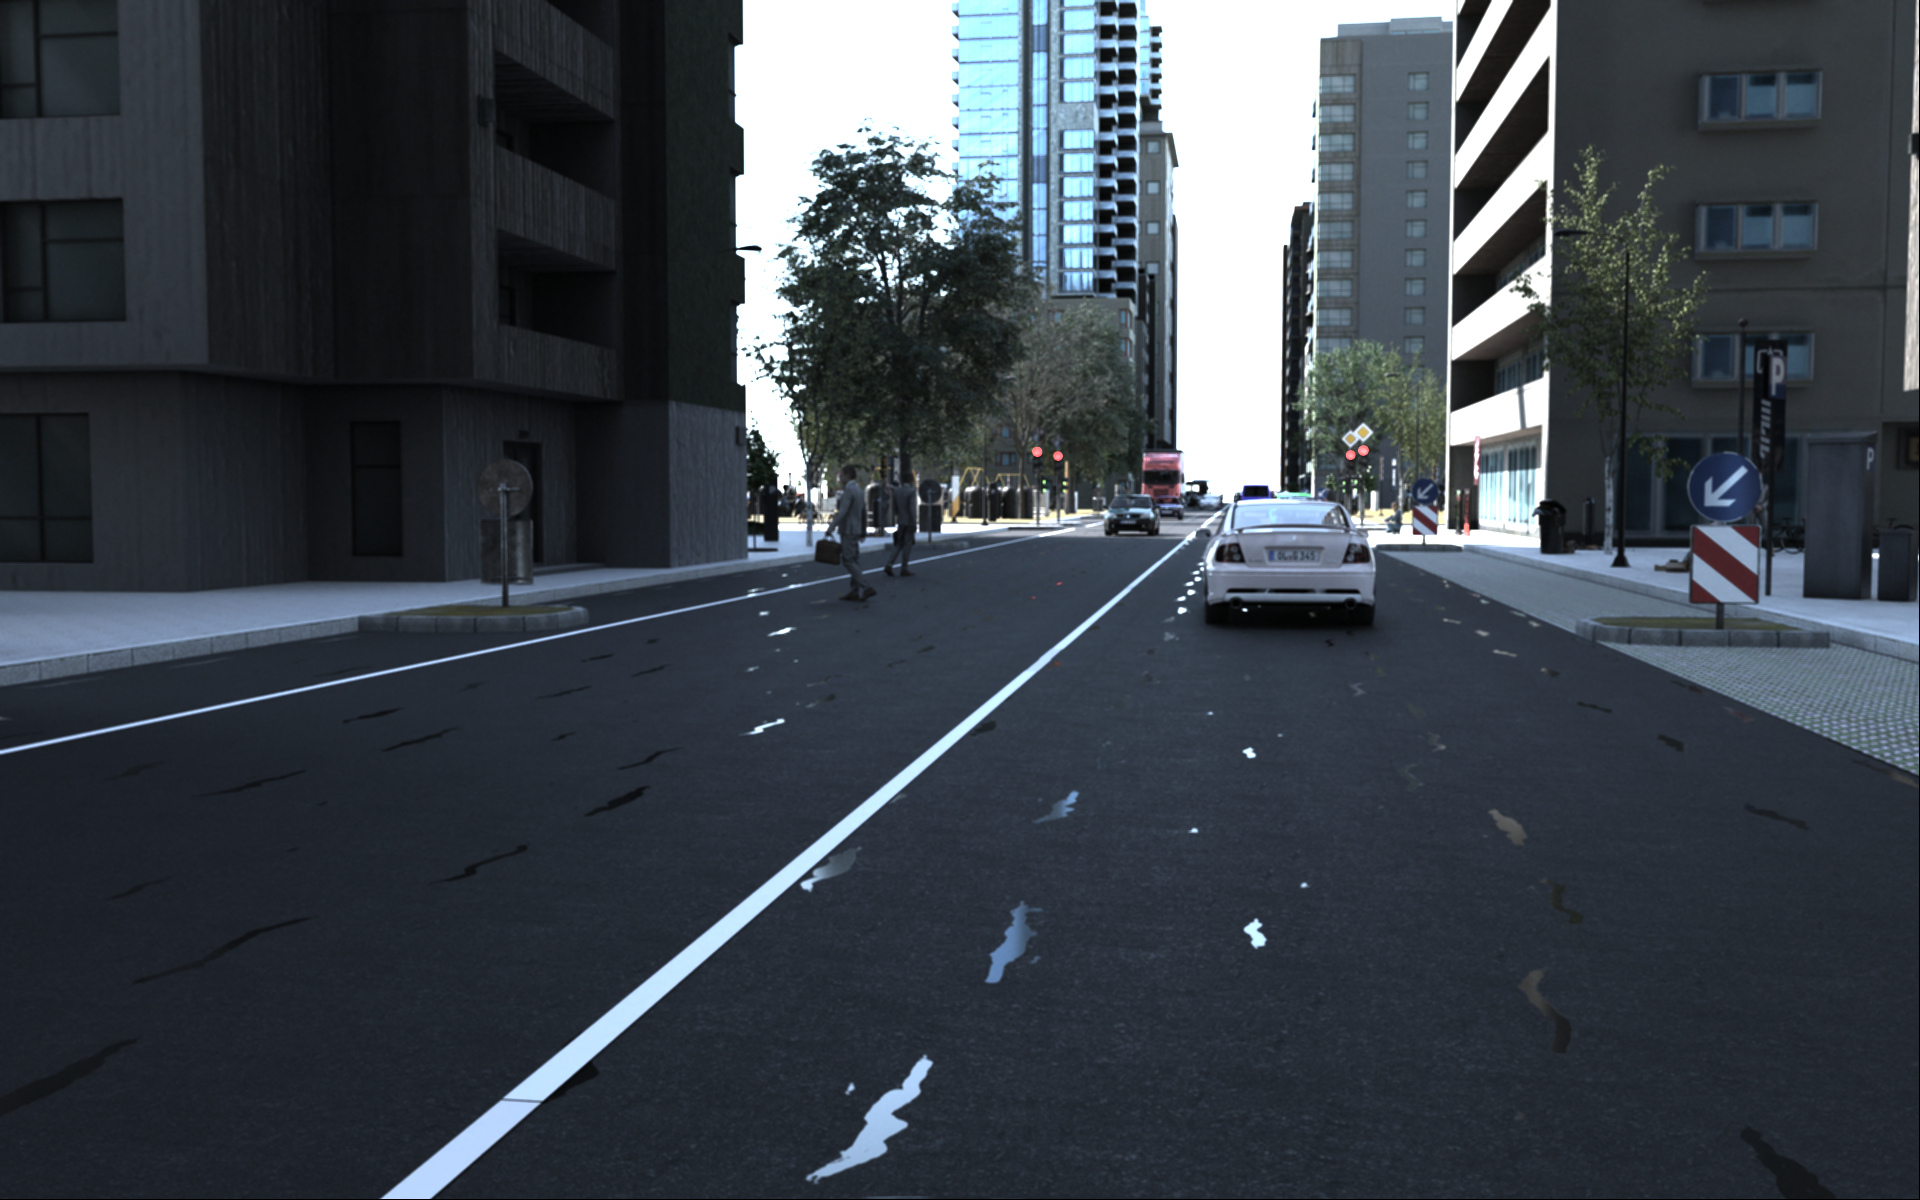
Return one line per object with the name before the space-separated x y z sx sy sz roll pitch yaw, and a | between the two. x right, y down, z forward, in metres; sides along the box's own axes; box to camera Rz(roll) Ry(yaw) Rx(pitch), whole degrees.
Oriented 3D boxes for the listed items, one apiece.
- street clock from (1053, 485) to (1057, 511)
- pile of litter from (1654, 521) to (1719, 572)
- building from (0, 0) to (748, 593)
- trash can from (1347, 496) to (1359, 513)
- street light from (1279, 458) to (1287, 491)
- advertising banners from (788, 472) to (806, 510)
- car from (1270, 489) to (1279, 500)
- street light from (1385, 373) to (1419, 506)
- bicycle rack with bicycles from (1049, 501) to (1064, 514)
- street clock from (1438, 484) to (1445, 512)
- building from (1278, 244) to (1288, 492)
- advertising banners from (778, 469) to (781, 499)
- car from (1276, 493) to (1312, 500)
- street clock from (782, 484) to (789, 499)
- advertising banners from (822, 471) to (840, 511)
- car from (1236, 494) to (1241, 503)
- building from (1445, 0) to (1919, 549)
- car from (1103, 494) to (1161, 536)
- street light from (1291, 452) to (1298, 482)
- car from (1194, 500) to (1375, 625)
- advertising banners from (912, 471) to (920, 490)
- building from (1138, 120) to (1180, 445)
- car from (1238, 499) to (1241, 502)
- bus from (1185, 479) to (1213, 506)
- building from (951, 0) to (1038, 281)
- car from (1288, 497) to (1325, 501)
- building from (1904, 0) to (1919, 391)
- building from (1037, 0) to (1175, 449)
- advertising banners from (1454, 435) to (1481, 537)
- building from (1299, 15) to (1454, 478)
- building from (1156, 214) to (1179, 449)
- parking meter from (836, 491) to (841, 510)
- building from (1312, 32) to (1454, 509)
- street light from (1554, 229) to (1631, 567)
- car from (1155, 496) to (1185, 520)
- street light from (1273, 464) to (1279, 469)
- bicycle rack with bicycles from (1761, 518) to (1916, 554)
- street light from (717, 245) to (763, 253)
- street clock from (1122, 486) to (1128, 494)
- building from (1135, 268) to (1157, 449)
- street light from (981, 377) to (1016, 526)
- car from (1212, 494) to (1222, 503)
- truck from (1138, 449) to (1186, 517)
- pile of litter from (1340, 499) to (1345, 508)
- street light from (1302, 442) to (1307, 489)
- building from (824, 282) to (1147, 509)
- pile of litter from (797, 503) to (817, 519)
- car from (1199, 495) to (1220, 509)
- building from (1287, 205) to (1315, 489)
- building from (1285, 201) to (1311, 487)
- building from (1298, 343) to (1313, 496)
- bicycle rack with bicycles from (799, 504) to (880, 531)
street clock | 7.228 -7.808 132.235 0.358 2.002 0.471 0 4 6
pile of litter | 12.131 -0.882 28.382 1.176 0.858 1.719 0 4 -3
building | -12.259 -15.676 28.000 14.160 30.474 14.107 1 4 9
trash can | 24.819 -5.979 109.405 0.748 1.137 0.748 0 3 0
street light | 44.477 -16.067 235.240 1.470 5.913 1.316 1 4 9
advertising banners | -12.671 -8.459 134.486 2.074 3.025 0.090 3 5 41
car | 23.252 -7.477 130.921 2.281 1.827 5.304 1 4 8
street light | 17.067 -5.763 66.765 1.470 5.913 1.316 1 4 9
bicycle rack with bicycles | 6.794 -6.914 126.427 2.852 0.926 2.925 3 5 45
street clock | 34.972 -7.419 125.869 0.358 2.002 0.471 -2 4 -25
building | 62.307 -39.667 298.660 14.600 45.320 14.200 1 4 9
advertising banners | -12.477 -7.508 118.938 0.090 3.025 2.074 0 4 3
car | 12.939 -3.572 67.200 1.959 1.807 4.718 1 4 8
street clock | -12.268 -7.175 121.882 0.471 2.002 0.358 -1 4 -9
advertising banners | -10.055 -8.409 133.667 2.074 3.025 0.090 -2 4 -35
car | 40.723 -14.659 249.453 2.009 1.686 4.222 1 4 9
building | 26.359 -26.015 49.048 21.300 48.544 21.600 1 4 9
car | 6.043 -3.110 60.634 2.009 1.686 4.222 1 4 10
street light | 36.989 -13.290 189.830 1.470 5.913 1.316 1 4 9
car | 3.816 -0.495 20.448 2.083 1.381 4.827 0 4 8
advertising banners | -2.605 -8.202 130.292 2.074 3.025 0.090 3 4 36
building | 16.658 -40.398 249.744 28.713 52.752 27.495 1 4 9
car | 28.166 -9.595 169.465 1.945 1.354 3.894 0 4 8
bus | 28.699 -13.032 207.924 2.948 3.499 13.247 1 4 11
building | 10.318 -54.032 196.098 22.319 86.520 31.000 1 4 9
car | 11.536 -2.766 57.805 1.945 1.354 3.894 1 4 9
building | 20.249 -15.277 21.488 14.160 30.474 14.107 1 4 9
building | 26.354 -59.857 291.330 22.319 86.520 31.000 1 4 9
advertising banners | 15.329 -3.431 52.293 0.090 3.025 2.074 0 4 -3
building | 47.683 -34.204 178.838 23.786 49.044 30.456 1 4 9
building | 26.740 -37.885 269.536 14.600 45.320 14.200 1 4 9
parking meter | -9.731 -7.991 139.065 0.372 1.533 0.369 0 3 0
building | 39.380 -29.010 157.900 14.154 41.232 14.086 1 4 9
street light | 11.106 -3.540 30.428 1.470 5.913 1.316 1 4 9
car | 11.659 -5.186 97.363 1.945 1.354 3.894 0 4 8
street light | 50.125 -18.239 270.751 1.470 5.913 1.316 1 4 9
bicycle rack with bicycles | 18.593 -1.457 37.199 2.852 0.926 2.925 -3 5 -39
street light | -4.361 -3.667 32.492 1.470 5.913 1.316 1 4 9
street clock | 14.540 -9.064 152.763 0.471 2.002 0.358 3 5 44
building | 17.521 -27.389 219.511 14.160 30.474 14.107 1 4 9
street light | 1.519 -5.889 68.832 1.470 5.913 1.316 1 4 9
car | 40.235 -15.938 272.388 2.131 1.459 4.920 1 4 10
truck | 13.057 -7.455 110.796 2.839 4.237 11.283 1 4 9
pile of litter | 32.611 -8.262 149.052 1.176 0.858 1.719 2 4 31
street light | 31.304 -11.118 154.326 1.470 5.913 1.316 1 4 9
building | 3.564 -19.808 168.892 27.650 21.520 28.899 1 4 9
pile of litter | -7.997 -4.646 89.934 1.176 0.858 1.719 2 4 26
car | 23.858 -9.362 165.434 2.083 1.381 4.827 1 4 11
building | 59.692 -36.718 254.959 22.147 44.769 28.867 1 4 9
building | 63.885 -40.121 279.681 21.300 48.544 21.600 1 4 9
building | 55.334 -22.227 208.449 27.650 21.520 28.899 1 4 9
bicycle rack with bicycles | -4.118 -2.952 61.648 2.852 0.926 2.925 -2 4 -30
